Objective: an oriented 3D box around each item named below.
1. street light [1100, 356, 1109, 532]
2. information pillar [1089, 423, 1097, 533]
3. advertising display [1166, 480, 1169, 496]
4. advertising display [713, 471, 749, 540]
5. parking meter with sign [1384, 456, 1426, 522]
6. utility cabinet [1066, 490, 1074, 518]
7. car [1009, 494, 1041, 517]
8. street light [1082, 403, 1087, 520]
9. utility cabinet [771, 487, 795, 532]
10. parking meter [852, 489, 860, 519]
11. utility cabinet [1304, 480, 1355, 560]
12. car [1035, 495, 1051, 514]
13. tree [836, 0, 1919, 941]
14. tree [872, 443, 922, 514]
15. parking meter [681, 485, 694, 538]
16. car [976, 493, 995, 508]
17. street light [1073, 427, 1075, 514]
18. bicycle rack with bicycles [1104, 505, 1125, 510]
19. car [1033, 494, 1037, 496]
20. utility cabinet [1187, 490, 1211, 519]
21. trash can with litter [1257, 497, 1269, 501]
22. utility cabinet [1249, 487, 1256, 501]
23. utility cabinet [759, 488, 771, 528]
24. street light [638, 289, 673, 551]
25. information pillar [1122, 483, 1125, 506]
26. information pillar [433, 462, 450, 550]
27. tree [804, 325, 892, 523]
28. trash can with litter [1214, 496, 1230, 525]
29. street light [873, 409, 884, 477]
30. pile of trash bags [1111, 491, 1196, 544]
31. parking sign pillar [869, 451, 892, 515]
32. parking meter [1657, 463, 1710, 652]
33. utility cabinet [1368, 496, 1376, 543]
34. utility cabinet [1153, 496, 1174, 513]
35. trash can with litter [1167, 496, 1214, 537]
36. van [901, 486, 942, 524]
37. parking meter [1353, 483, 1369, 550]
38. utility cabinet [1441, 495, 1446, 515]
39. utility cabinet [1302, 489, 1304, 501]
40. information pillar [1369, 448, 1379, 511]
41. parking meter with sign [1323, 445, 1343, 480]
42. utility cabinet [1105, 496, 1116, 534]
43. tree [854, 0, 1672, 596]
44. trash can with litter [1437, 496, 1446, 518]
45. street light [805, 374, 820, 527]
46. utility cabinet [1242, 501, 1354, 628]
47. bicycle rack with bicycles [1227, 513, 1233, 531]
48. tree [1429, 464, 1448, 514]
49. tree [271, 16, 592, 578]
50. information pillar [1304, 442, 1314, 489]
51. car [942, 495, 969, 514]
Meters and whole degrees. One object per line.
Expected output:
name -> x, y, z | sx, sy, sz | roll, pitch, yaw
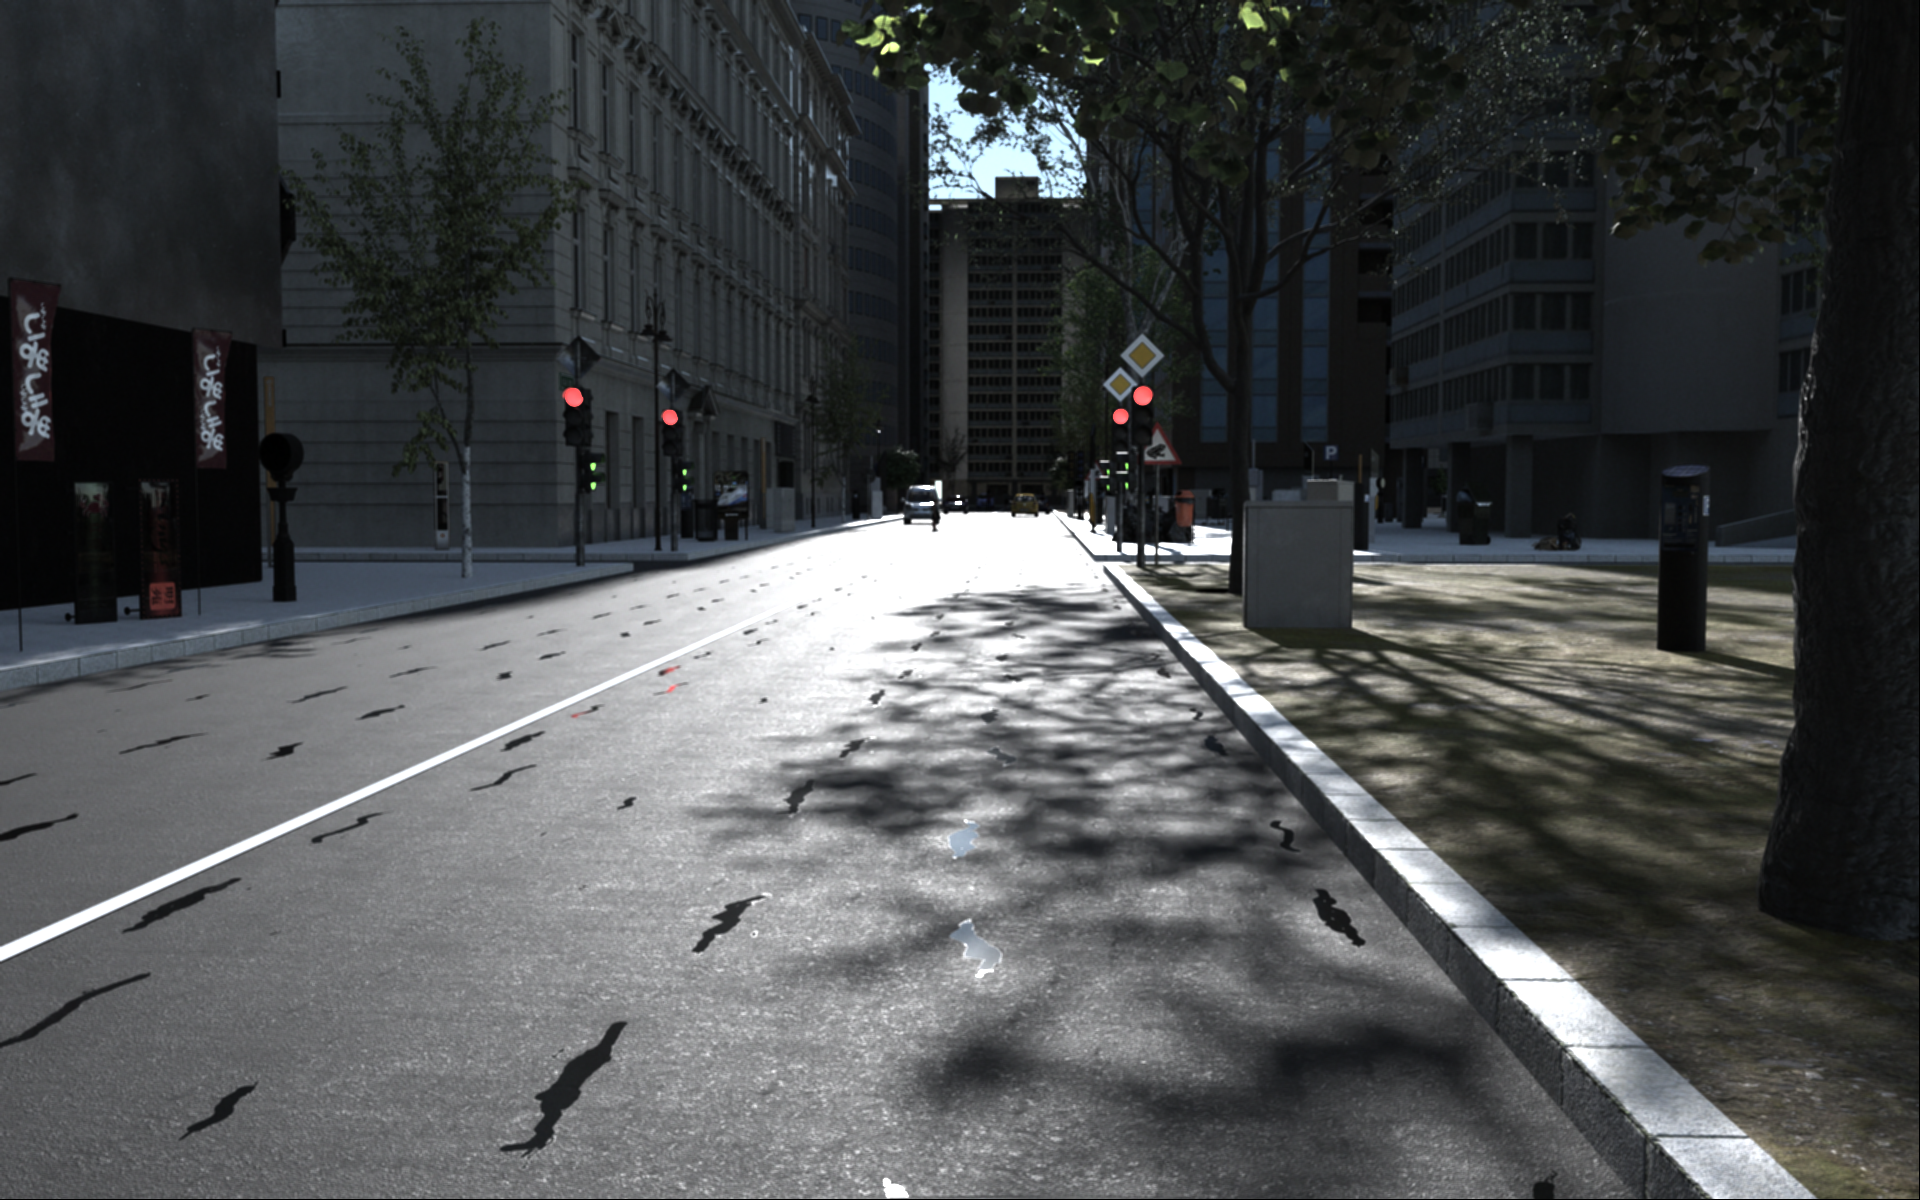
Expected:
street light -> 4.926, -5.228, 58.263 | 0.468, 5.910, 1.993 | 0, 4, 3
information pillar -> 4.394, -4.034, 57.316 | 0.183, 3.616, 0.504 | 1, 4, 15
advertising display -> 9.517, -4.538, 79.409 | 0.123, 1.923, 0.974 | 0, 4, 6
advertising display -> -6.349, -2.621, 48.063 | 0.974, 1.923, 0.123 | -1, 4, -17
parking meter with sign -> 20.332, -5.073, 79.211 | 1.738, 3.016, 0.543 | 0, 4, 5
utility cabinet -> 5.890, -5.145, 92.796 | 0.318, 1.500, 1.173 | 0, 4, -3
car -> 4.149, -6.137, 110.571 | 2.015, 1.641, 3.980 | 0, 4, 3
street light -> 6.091, -6.884, 85.339 | 0.468, 5.910, 1.993 | 0, 4, 3
utility cabinet -> -5.862, -3.013, 57.948 | 0.318, 1.500, 1.173 | 1, 4, 16
parking meter -> -5.326, -4.915, 88.769 | 0.372, 1.533, 0.369 | 0, 3, 0
utility cabinet -> 5.912, -1.160, 27.637 | 0.318, 1.500, 1.173 | -1, 4, -12
car -> 5.574, -6.855, 124.659 | 1.945, 1.354, 3.894 | 0, 4, 1
tree -> 2.908, -6.012, 4.947 | 9.857, 13.997, 8.962 | 0, 3, 0
tree -> -4.057, -7.775, 110.829 | 4.285, 4.588, 4.351 | 0, 3, 0
parking meter -> -7.946, -2.571, 50.442 | 0.372, 1.533, 0.369 | 0, 3, 0
car -> 2.617, -10.260, 177.336 | 1.945, 1.707, 3.694 | 0, 4, 4
street light -> 7.445, -8.543, 112.473 | 0.468, 5.910, 1.993 | 0, 4, 3
bicycle rack with bicycles -> 9.254, -4.882, 93.204 | 2.852, 0.926, 2.925 | -1, 4, -14
car -> 6.899, -9.872, 170.203 | 1.959, 1.807, 4.718 | 0, 4, 3
utility cabinet -> 12.095, -4.825, 87.570 | 1.173, 1.500, 0.318 | 2, 4, 27
trash can with litter -> 13.041, -3.856, 74.433 | 0.624, 1.170, 1.055 | 1, 4, 14
utility cabinet -> 9.039, -2.764, 53.872 | 0.318, 1.500, 1.173 | 0, 4, 7
utility cabinet -> -6.908, -3.406, 64.375 | 1.173, 1.500, 0.318 | -3, 5, -43
street light -> -6.859, -4.061, 39.186 | 0.468, 5.910, 1.993 | 0, 4, 3
information pillar -> 9.105, -5.703, 97.731 | 0.304, 2.012, 0.304 | 2, 4, 31
information pillar -> -11.858, -2.146, 39.582 | 0.304, 2.012, 0.304 | -2, 4, -25
tree -> -5.122, -7.708, 76.385 | 4.737, 8.622, 4.395 | 0, 3, 0
trash can with litter -> 10.113, -3.704, 71.615 | 2.233, 1.210, 1.678 | 2, 4, 27
street light -> -4.418, -7.413, 93.997 | 0.468, 5.910, 1.993 | 0, 4, 3
pile of trash bags -> 5.343, -2.191, 45.582 | 1.912, 1.369, 3.447 | -1, 4, -17
parking sign pillar -> -4.924, -7.235, 106.769 | 1.447, 3.967, 1.447 | 1, 4, 16
parking meter -> 5.935, -0.355, 14.213 | 0.372, 1.533, 0.369 | 0, 3, 0
utility cabinet -> 10.563, -2.091, 45.344 | 0.306, 1.237, 1.020 | 2, 4, 32
utility cabinet -> 6.573, -2.646, 54.422 | 1.020, 1.237, 0.306 | 1, 4, 9
trash can with litter -> 6.370, -2.506, 52.026 | 1.678, 1.210, 2.233 | -1, 4, -12
van -> -1.849, -4.711, 84.040 | 2.013, 2.044, 4.112 | 0, 4, 1
parking meter -> 9.148, -1.906, 39.572 | 0.372, 1.533, 0.369 | 0, 3, 0
utility cabinet -> 29.849, -5.811, 106.165 | 0.306, 1.237, 1.020 | 3, 5, 39
utility cabinet -> 14.237, -3.699, 69.164 | 1.173, 1.500, 0.318 | 3, 4, 36
information pillar -> 20.900, -5.880, 87.497 | 0.504, 3.616, 0.183 | -1, 4, -18
parking meter with sign -> 13.530, -4.046, 62.409 | 0.543, 3.016, 1.738 | 2, 4, 23
utility cabinet -> 4.835, -2.717, 55.582 | 0.306, 1.237, 1.020 | 0, 4, 2
tree -> 3.503, -6.829, 22.020 | 12.009, 13.543, 11.850 | 0, 3, 0
trash can with litter -> 27.033, -5.111, 94.624 | 2.233, 1.210, 1.678 | 0, 4, 2
street light -> -5.660, -5.739, 66.623 | 0.468, 5.910, 1.993 | 0, 4, 3
utility cabinet -> 3.250, -0.338, 16.691 | 1.020, 1.237, 0.306 | 0, 4, 5
bicycle rack with bicycles -> 10.616, -2.806, 59.259 | 2.925, 0.926, 2.852 | -3, 4, -38
tree -> 30.802, -7.125, 111.094 | 1.663, 3.219, 1.824 | 0, 3, 0
tree -> -7.831, -4.651, 26.405 | 4.737, 8.622, 4.395 | 0, 3, 0
information pillar -> 15.619, -5.280, 77.678 | 0.183, 3.616, 0.504 | -3, 5, -40
car -> -0.301, -6.948, 126.176 | 1.945, 1.354, 3.894 | 0, 4, 2
